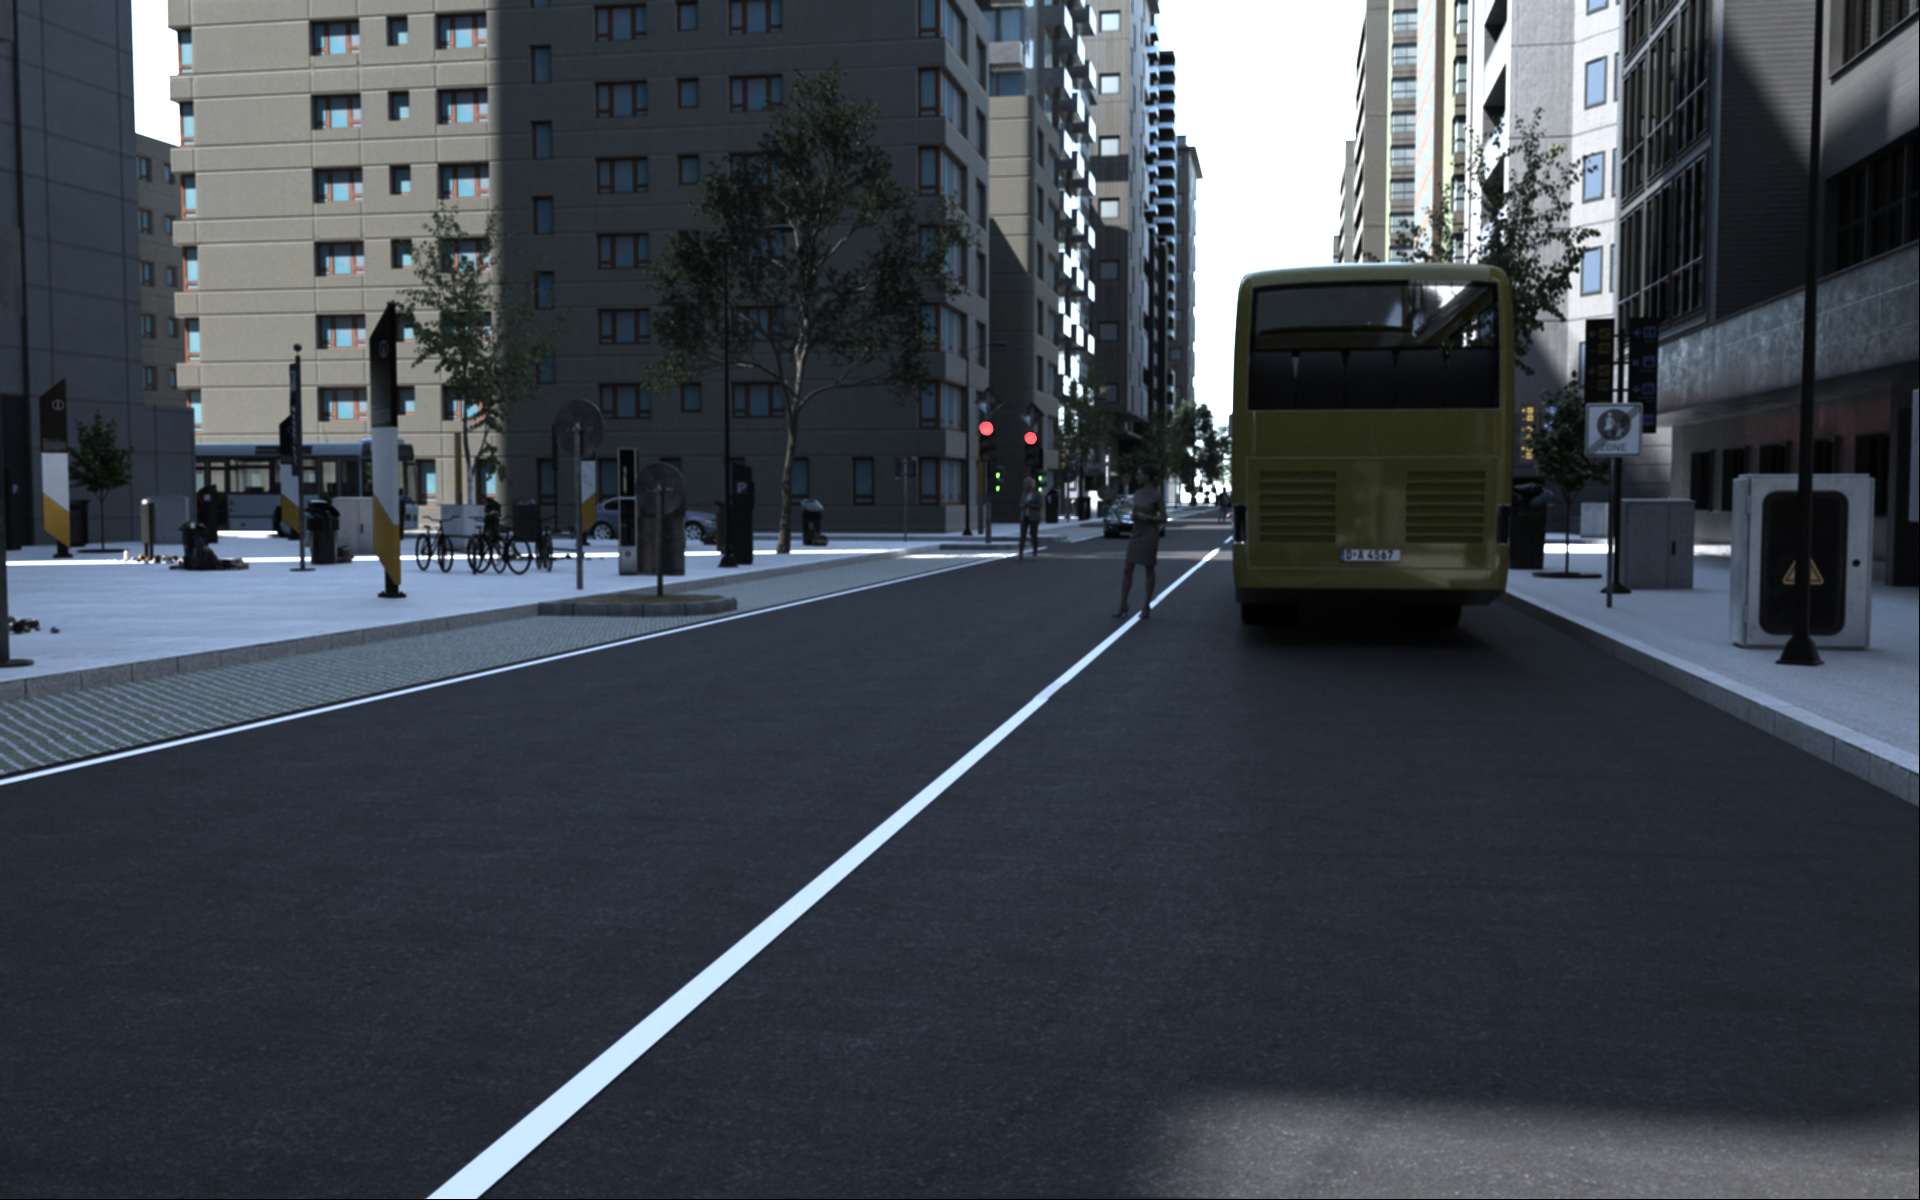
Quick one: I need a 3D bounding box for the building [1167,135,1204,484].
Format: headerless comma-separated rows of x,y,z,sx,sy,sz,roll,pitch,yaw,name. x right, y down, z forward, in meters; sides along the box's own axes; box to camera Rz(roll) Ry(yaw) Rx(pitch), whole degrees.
21.366,-40.993,259.470,28.713,52.752,27.495,1,4,11,building

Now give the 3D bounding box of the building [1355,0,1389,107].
46.453,-32.481,154.766,21.300,48.544,21.600,1,4,11,building

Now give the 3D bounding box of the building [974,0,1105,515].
-3.495,-29.897,108.420,23.786,49.044,30.456,1,4,11,building

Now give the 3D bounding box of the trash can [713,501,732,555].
-4.882,-1.544,36.898,0.748,1.137,0.748,0,3,0,trash can

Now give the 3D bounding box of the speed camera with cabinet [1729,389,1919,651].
7.522,-1.219,14.269,2.038,3.252,0.660,1,4,13,speed camera with cabinet

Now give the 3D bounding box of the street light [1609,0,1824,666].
5.825,-2.476,13.029,1.470,5.913,1.316,1,4,11,street light

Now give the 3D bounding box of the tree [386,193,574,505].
-12.083,-5.692,43.420,4.737,8.622,4.395,0,3,0,tree

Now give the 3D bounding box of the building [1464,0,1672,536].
32.683,-31.559,57.988,28.212,58.520,21.231,1,4,11,building

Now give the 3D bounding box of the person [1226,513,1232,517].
12.637,-3.951,78.595,0.738,1.151,1.012,-1,4,-18,person

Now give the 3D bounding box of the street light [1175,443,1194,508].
20.282,-11.343,157.994,1.470,5.913,1.316,1,4,11,street light

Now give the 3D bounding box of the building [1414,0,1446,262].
34.343,-27.612,101.569,14.600,45.320,14.200,1,4,11,building

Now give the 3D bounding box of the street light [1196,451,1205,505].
25.800,-13.134,187.273,1.470,5.913,1.316,1,4,11,street light

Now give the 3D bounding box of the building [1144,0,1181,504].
18.582,-56.010,228.433,22.319,86.520,31.000,1,4,11,building

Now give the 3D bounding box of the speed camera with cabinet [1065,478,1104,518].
6.647,-5.996,92.368,2.038,3.252,0.660,0,4,7,speed camera with cabinet

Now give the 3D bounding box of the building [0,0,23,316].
-23.956,-23.827,9.180,23.786,49.044,30.456,1,4,11,building

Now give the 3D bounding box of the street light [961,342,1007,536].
0.760,-4.936,53.245,1.470,5.913,1.316,1,4,11,street light

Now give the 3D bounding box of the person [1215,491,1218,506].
27.204,-10.637,183.143,0.721,1.736,1.217,2,4,29,person

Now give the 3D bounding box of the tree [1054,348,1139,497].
6.212,-8.420,88.023,4.737,8.622,4.395,0,3,0,tree

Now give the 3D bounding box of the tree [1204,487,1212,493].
31.627,-14.266,227.847,1.663,3.219,1.824,0,3,0,tree

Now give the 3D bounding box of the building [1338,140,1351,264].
60.012,-36.700,223.753,21.300,48.544,21.600,1,4,11,building

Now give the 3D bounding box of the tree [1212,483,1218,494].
38.798,-16.512,264.564,1.663,3.219,1.824,0,3,0,tree

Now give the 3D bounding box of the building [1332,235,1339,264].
65.426,-36.028,272.644,14.154,41.232,14.086,1,4,11,building

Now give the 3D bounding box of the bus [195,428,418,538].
-22.639,-3.598,53.689,13.247,3.499,2.948,1,4,12,bus

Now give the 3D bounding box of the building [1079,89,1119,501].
-2.303,-27.546,142.265,32.217,40.220,23.993,1,4,11,building

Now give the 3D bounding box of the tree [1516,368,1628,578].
9.532,-1.963,26.704,1.663,3.219,1.824,0,3,0,tree

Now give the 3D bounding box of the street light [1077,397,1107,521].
6.380,-6.777,83.337,1.470,5.913,1.316,1,4,11,street light

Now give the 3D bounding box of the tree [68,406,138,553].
-19.030,-2.659,38.081,1.663,3.219,1.824,0,3,0,tree

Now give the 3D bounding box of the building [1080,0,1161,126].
4.022,-35.370,167.537,28.713,52.752,27.495,1,4,11,building

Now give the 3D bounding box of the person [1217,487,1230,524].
12.775,-4.599,84.036,0.623,1.781,0.721,0,4,4,person

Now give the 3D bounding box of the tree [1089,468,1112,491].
10.187,-8.044,126.120,1.663,3.219,1.824,0,3,0,tree

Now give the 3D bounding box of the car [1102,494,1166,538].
5.890,-2.832,58.099,2.131,1.459,4.920,1,4,10,car

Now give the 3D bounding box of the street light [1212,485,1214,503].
30.073,-14.537,210.222,1.470,5.913,1.316,1,4,11,street light

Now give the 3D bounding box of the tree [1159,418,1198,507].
21.256,-13.265,167.248,4.360,8.622,3.978,0,3,0,tree

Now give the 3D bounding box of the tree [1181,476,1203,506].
28.357,-13.277,211.687,1.663,3.219,1.824,0,3,0,tree

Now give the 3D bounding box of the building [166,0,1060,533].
-11.421,-13.911,72.480,27.650,21.520,28.899,1,4,11,building

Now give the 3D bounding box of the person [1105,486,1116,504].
6.898,-4.346,79.808,0.600,1.795,0.529,0,4,8,person

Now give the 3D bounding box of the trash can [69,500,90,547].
-21.627,-1.873,42.279,0.748,1.137,0.748,0,3,0,trash can

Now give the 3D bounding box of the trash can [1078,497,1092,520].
6.212,-4.570,86.369,0.748,1.137,0.748,0,3,0,trash can

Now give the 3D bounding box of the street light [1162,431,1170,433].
14.877,-9.537,128.472,1.470,5.913,1.316,1,4,11,street light

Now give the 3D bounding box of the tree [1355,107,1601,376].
10.030,-5.059,33.085,4.737,8.622,4.395,0,3,0,tree

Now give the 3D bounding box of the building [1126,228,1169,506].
14.996,-25.432,187.510,14.160,30.474,14.107,1,4,11,building

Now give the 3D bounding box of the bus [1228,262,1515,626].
4.758,-1.850,21.796,2.896,3.916,12.252,1,4,9,bus

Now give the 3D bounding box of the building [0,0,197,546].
-33.725,-36.747,39.059,20.611,71.187,20.563,1,4,11,building

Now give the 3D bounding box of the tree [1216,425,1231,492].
42.926,-22.392,284.227,7.486,12.596,7.792,0,3,0,tree

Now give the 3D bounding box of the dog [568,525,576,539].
-11.402,-1.976,51.601,0.406,0.507,0.540,1,4,10,dog

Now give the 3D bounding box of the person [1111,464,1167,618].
2.085,-0.687,20.075,0.599,1.781,0.374,3,5,44,person

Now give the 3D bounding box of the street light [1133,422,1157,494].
11.854,-8.564,112.568,1.470,5.913,1.316,1,4,11,street light

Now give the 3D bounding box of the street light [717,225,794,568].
-3.546,-3.523,30.138,1.470,5.913,1.316,1,4,11,street light

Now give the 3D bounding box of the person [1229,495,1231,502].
19.334,-6.946,121.837,0.659,1.850,0.755,3,4,38,person

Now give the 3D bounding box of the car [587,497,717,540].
-8.861,-2.339,50.250,4.499,1.417,2.014,1,4,12,car

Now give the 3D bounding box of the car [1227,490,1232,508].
24.357,-8.831,153.052,2.281,1.827,5.304,1,4,9,car

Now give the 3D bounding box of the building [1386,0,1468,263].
40.858,-27.749,137.289,14.154,41.232,14.086,1,4,11,building

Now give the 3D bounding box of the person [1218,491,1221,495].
32.147,-12.576,214.208,1.348,1.812,0.705,-3,5,-40,person

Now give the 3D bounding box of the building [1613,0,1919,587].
18.719,-12.465,22.870,14.314,24.678,30.058,1,4,11,building

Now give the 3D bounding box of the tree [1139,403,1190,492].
16.288,-11.583,139.739,4.737,8.622,4.395,0,3,0,tree

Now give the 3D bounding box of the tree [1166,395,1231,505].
27.154,-17.396,201.424,9.611,12.733,9.660,0,3,0,tree

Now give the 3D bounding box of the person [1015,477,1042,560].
1.524,-1.774,37.681,0.537,1.800,0.526,2,4,35,person

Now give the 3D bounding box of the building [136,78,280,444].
-53.975,-14.557,83.046,28.899,21.520,27.650,1,4,11,building
